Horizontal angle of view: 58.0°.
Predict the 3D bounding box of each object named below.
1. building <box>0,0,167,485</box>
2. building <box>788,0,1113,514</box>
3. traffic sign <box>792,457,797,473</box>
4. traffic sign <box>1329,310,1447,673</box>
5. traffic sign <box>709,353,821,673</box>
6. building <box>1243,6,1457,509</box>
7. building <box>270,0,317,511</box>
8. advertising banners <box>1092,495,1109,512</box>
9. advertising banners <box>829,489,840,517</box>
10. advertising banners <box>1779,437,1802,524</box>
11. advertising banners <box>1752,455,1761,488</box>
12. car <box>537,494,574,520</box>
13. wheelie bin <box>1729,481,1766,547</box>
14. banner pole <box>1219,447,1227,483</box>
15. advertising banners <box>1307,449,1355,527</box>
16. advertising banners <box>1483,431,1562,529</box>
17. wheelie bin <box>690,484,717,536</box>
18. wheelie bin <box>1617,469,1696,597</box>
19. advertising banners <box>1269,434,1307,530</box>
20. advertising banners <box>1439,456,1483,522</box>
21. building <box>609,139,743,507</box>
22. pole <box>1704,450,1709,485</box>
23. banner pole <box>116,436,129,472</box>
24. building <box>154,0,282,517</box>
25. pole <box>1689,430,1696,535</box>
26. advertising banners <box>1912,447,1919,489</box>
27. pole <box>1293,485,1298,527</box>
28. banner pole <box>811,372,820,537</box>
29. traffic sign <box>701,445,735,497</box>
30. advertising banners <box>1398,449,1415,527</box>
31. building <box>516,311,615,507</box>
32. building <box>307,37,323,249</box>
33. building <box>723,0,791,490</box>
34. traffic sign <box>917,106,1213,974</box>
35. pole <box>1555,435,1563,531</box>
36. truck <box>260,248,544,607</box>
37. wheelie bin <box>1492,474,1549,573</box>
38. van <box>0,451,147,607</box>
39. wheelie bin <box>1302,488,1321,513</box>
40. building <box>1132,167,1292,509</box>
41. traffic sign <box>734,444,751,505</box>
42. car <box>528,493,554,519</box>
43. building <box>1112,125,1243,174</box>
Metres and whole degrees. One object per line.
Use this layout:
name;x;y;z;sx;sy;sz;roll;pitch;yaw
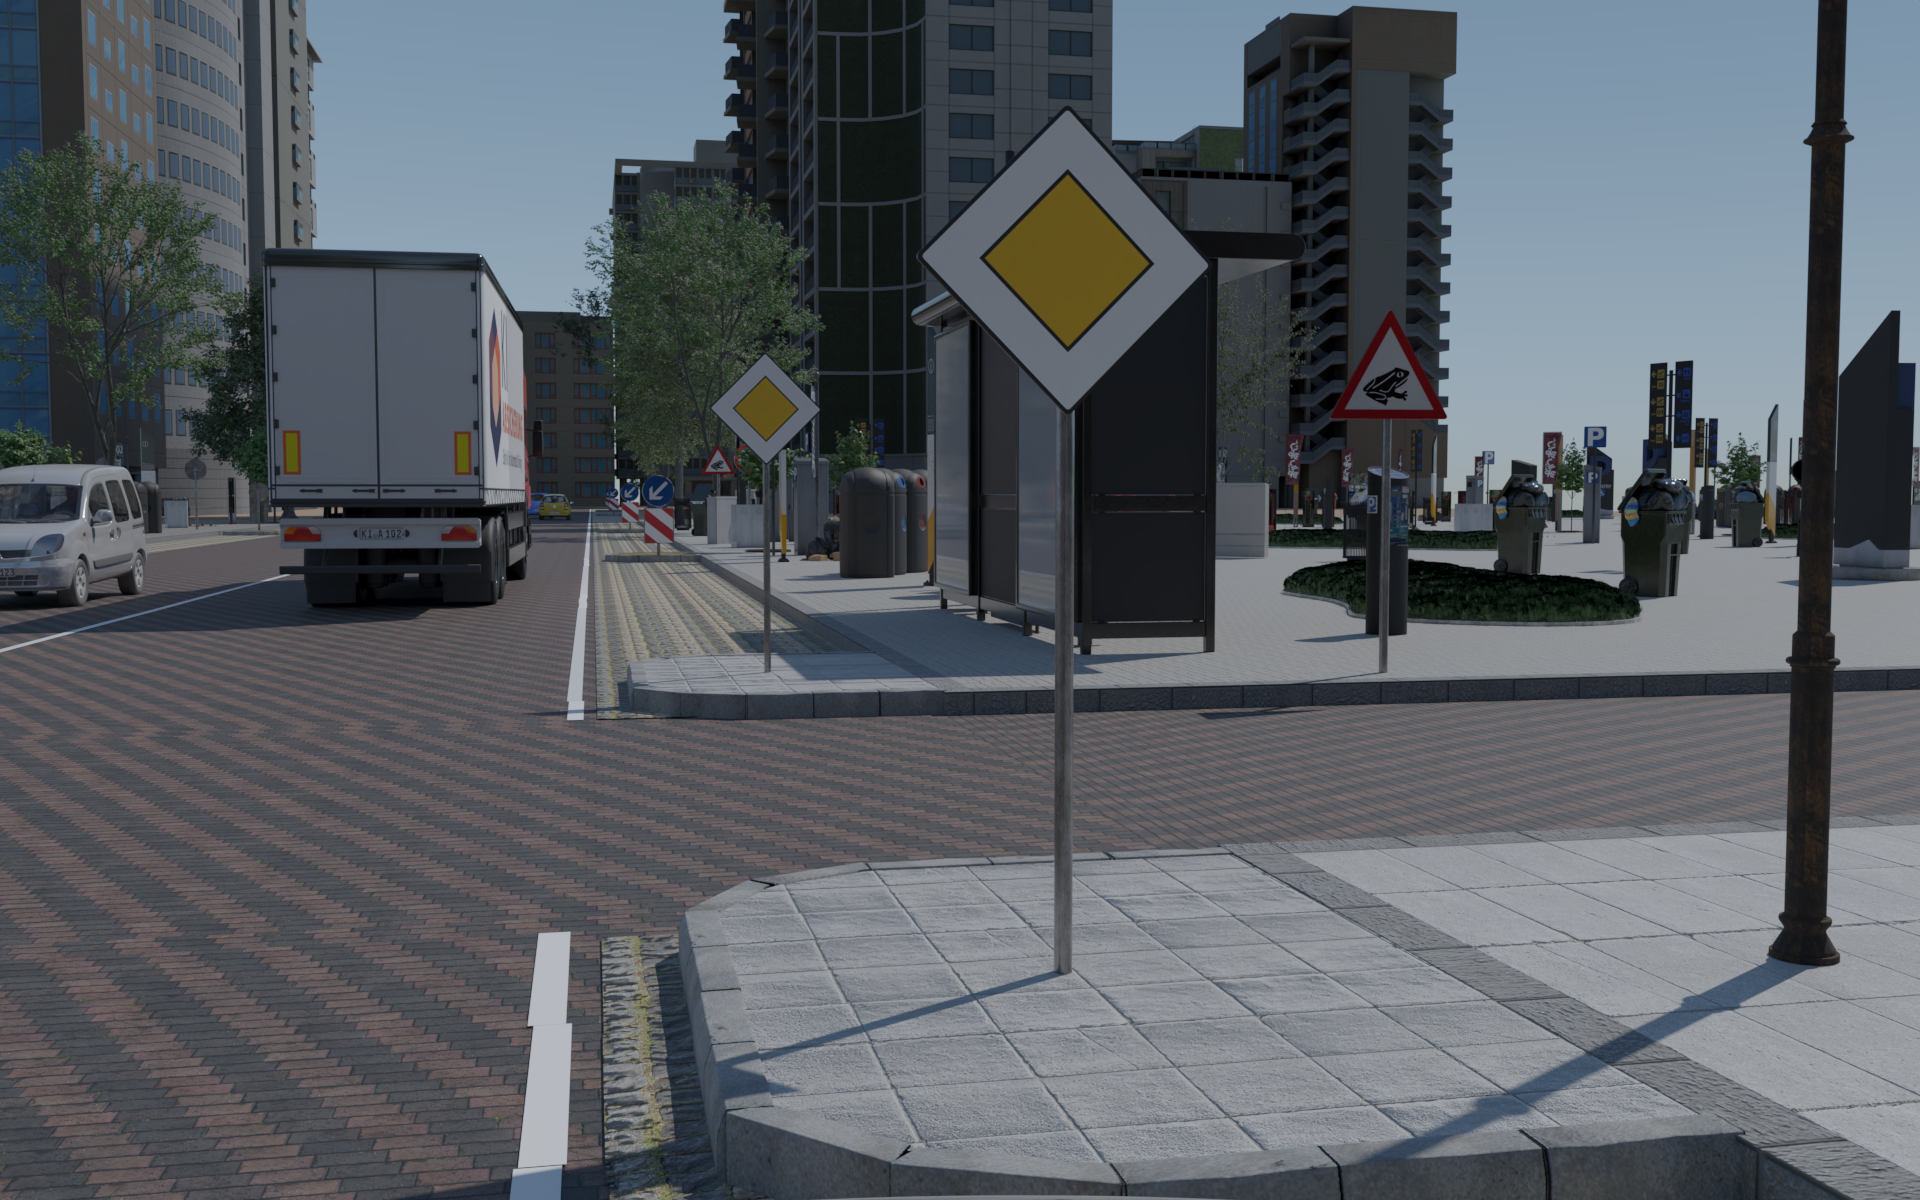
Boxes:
building;-49.346;-26.699;86.640;14.600;45.320;14.200;-1;4;-12
building;-2.478;-41.504;116.846;20.563;71.187;20.611;-1;4;-12
traffic sign;-4.125;-2.362;40.746;0.606;2.300;0.079;0;4;-6
traffic sign;3.041;-0.756;12.372;0.884;2.594;0.081;-1;4;-10
traffic sign;-1.387;-0.535;12.396;0.795;2.450;0.064;-1;4;-12
building;34.976;-31.074;158.169;14.200;45.320;14.600;-1;4;-12
building;-63.193;-31.242;134.515;21.600;48.544;21.300;-1;4;-12
advertising banners;1.787;-1.904;27.325;0.090;3.025;2.074;3;5;41
advertising banners;-3.702;-3.466;52.863;0.090;3.025;2.074;3;5;44
advertising banners;25.739;-3.512;53.603;0.090;3.025;2.074;1;4;8
advertising banners;36.234;-4.958;77.254;2.074;3.025;0.090;3;5;39
car;-22.568;-5.276;96.494;2.015;1.641;3.980;-1;4;-12
wheelie bin;19.097;-2.088;42.040;0.693;1.594;0.980;0;4;4
banner pole;12.162;-5.569;81.075;0.863;3.779;0.401;3;4;39
advertising banners;14.199;-4.323;66.868;2.074;3.025;0.090;0;4;4
advertising banners;15.943;-3.231;49.017;2.074;3.025;0.090;2;4;32
wheelie bin;-7.826;-2.760;53.033;0.980;1.594;0.693;3;4;36
wheelie bin;8.723;-0.848;21.769;0.693;1.594;0.980;3;5;43
advertising banners;8.999;-3.333;50.678;2.074;3.025;0.090;1;4;15
advertising banners;23.175;-5.117;79.852;2.074;3.025;0.090;1;4;9
building;-26.595;-30.642;192.872;23.993;40.220;32.217;-1;4;-12
pole;34.312;-5.247;79.634;0.158;3.312;0.155;0;3;0
banner pole;-35.966;-5.161;74.393;0.401;3.779;0.863;3;5;45
building;-56.115;-34.550;106.892;21.231;58.520;28.212;-1;4;-12
pole;23.195;-3.731;54.843;0.158;3.312;0.155;0;3;0
advertising banners;35.981;-4.179;64.513;2.074;3.025;0.090;-2;4;-32
pole;12.991;-4.471;66.949;0.158;3.312;0.155;0;3;0
banner pole;-2.959;-2.772;35.336;0.401;3.779;0.863;0;4;6
traffic sign;-6.453;-2.828;46.238;0.884;2.594;0.081;0;4;-6
advertising banners;16.995;-4.269;65.988;0.090;3.025;2.074;0;4;-3
building;-52.148;-20.883;186.471;28.899;21.520;27.650;-1;4;-12
building;-80.030;-36.120;179.800;27.495;52.752;28.713;-1;4;-12
building;-7.698;-29.796;141.789;22.147;44.769;28.867;-1;4;-12
traffic sign;0.274;-0.058;4.585;0.795;2.450;0.064;-1;4;-12
pole;20.534;-4.007;59.352;0.158;3.312;0.155;0;3;0
truck;-7.785;-2.235;25.458;2.839;4.237;11.283;-1;4;-11
wheelie bin;9.099;-1.231;28.041;0.980;1.594;0.693;-3;5;-41
van;-12.255;-0.991;23.211;2.013;2.044;4.112;-1;4;-11
wheelie bin;18.980;-5.239;93.567;0.980;1.594;0.693;0;4;7
building;20.819;-23.575;157.153;14.107;30.474;14.160;-1;4;-12
traffic sign;-5.319;-2.672;43.795;0.768;2.556;0.104;-1;4;-8
car;-24.963;-5.694;102.686;1.945;1.707;3.694;-1;4;-12
building;22.747;-31.263;194.737;14.086;41.232;14.154;-1;4;-12
